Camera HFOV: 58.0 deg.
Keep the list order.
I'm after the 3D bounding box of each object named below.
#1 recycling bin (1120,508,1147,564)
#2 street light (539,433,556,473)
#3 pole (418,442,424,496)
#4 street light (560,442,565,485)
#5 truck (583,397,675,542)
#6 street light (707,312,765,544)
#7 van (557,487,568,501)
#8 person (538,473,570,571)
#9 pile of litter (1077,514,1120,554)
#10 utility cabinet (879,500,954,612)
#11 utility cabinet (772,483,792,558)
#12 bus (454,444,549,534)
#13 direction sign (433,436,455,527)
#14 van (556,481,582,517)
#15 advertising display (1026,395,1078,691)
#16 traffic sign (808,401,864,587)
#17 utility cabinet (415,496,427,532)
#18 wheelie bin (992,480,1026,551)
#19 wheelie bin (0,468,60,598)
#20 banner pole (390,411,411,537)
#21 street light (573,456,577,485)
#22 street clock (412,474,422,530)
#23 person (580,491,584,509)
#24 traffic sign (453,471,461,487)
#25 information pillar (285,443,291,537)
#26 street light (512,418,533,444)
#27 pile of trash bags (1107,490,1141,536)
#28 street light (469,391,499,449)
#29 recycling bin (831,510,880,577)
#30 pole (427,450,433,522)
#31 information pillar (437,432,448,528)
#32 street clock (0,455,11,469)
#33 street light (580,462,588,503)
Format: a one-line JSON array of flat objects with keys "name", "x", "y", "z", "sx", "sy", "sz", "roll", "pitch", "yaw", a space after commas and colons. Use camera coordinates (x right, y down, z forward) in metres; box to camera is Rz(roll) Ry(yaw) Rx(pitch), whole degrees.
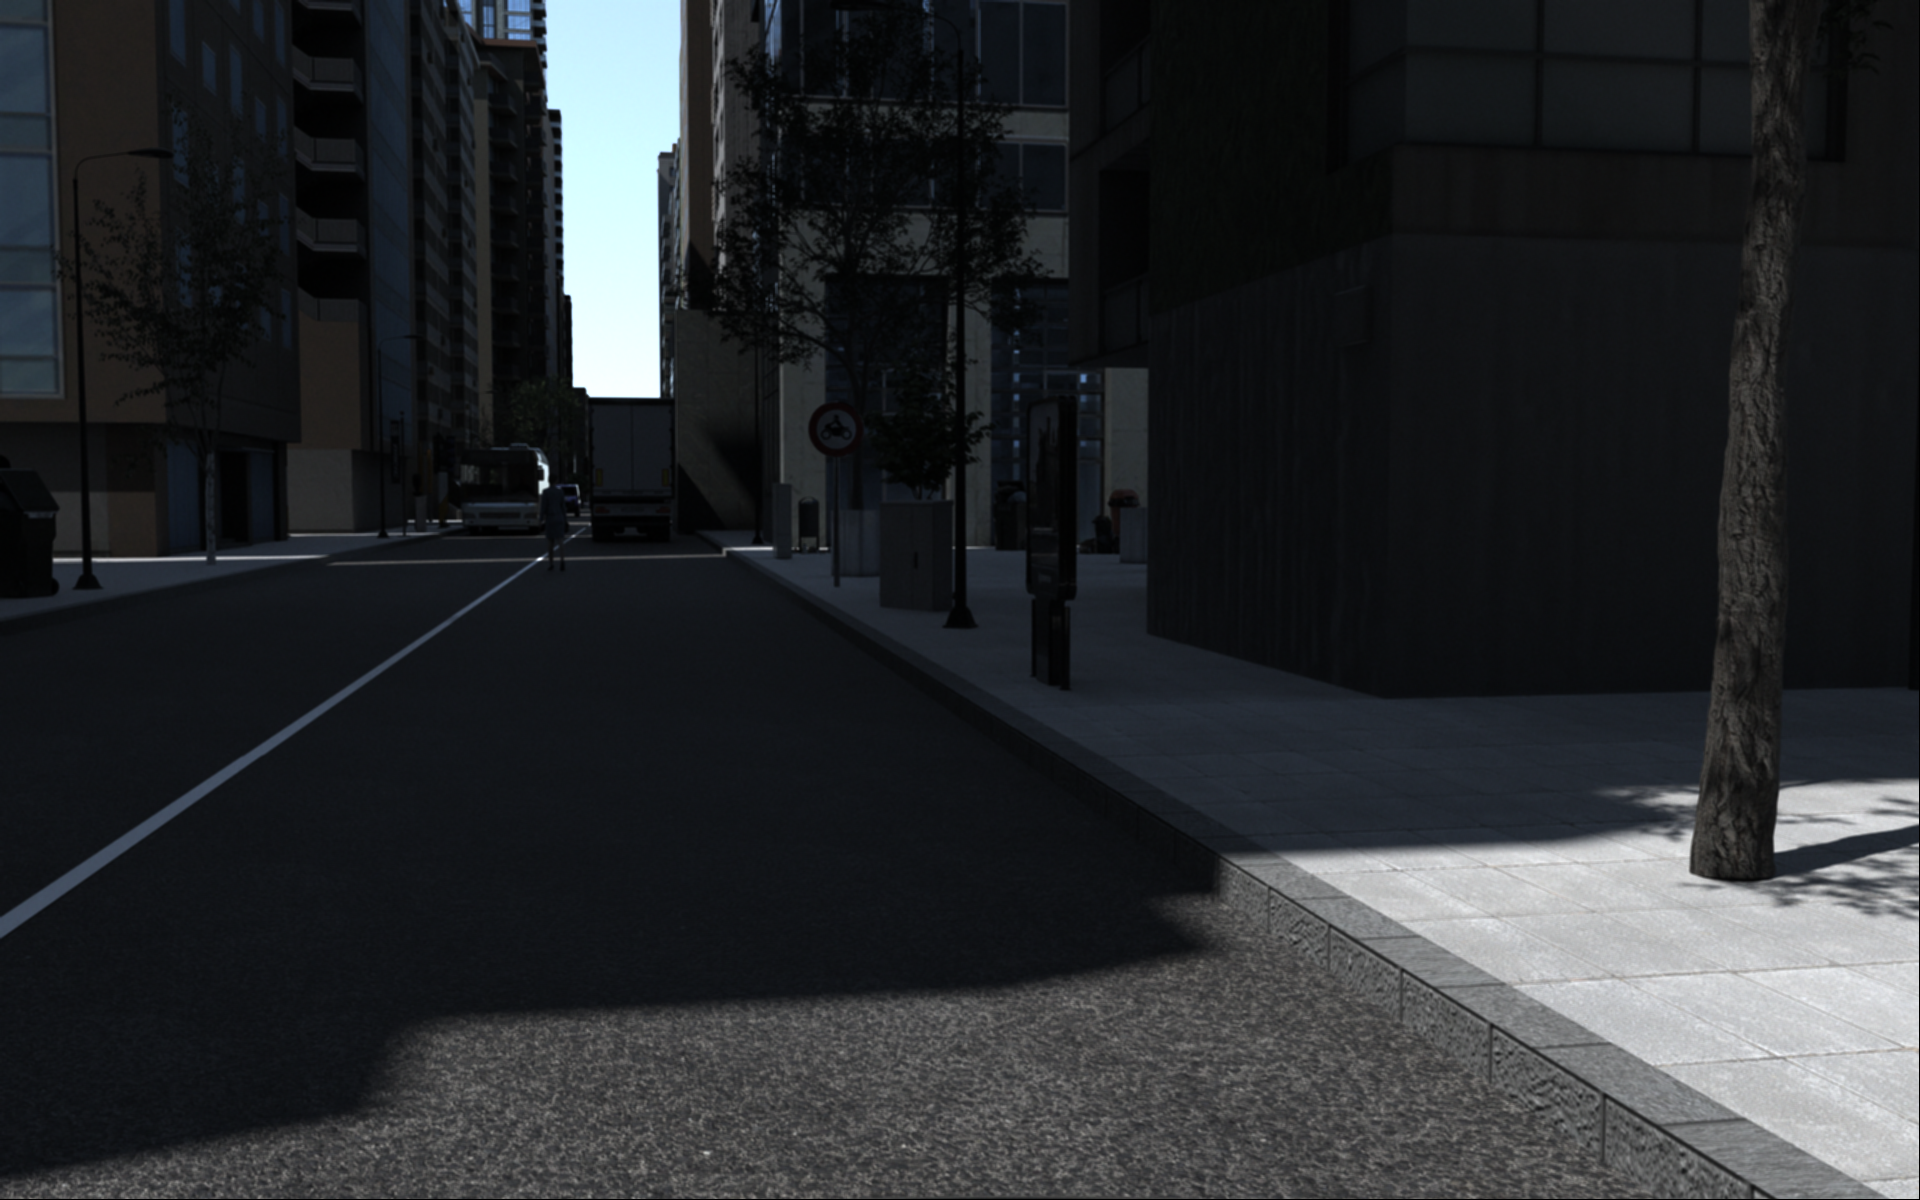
[{"name": "recycling bin", "x": 3.458, "y": -1.202, "z": 32.211, "sx": 0.722, "sy": 1.027, "sz": 0.722, "roll": -2, "pitch": 4, "yaw": -34}, {"name": "street light", "x": -31.587, "y": -9.778, "z": 132.419, "sx": 1.470, "sy": 5.913, "sz": 1.316, "roll": -1, "pitch": 4, "yaw": -11}, {"name": "pole", "x": -21.154, "y": -4.533, "z": 67.955, "sx": 0.158, "sy": 3.312, "sz": 0.155, "roll": 0, "pitch": 3, "yaw": 0}, {"name": "street light", "x": -35.748, "y": -11.080, "z": 153.695, "sx": 1.470, "sy": 5.913, "sz": 1.316, "roll": -1, "pitch": 4, "yaw": -11}, {"name": "truck", "x": -10.669, "y": -4.083, "z": 55.671, "sx": 2.839, "sy": 4.237, "sz": 11.283, "roll": -1, "pitch": 4, "yaw": -12}, {"name": "street light", "x": -5.707, "y": -4.372, "z": 44.023, "sx": 1.470, "sy": 5.913, "sz": 1.316, "roll": -1, "pitch": 4, "yaw": -11}, {"name": "van", "x": -22.520, "y": -5.375, "z": 94.900, "sx": 2.013, "sy": 2.044, "sz": 4.112, "roll": -1, "pitch": 4, "yaw": -12}, {"name": "person", "x": -7.577, "y": -1.456, "z": 32.327, "sx": 0.581, "sy": 1.822, "sz": 0.654, "roll": -1, "pitch": 4, "yaw": -21}, {"name": "pile of litter", "x": 3.067, "y": -1.429, "z": 37.330, "sx": 1.719, "sy": 0.858, "sz": 1.176, "roll": 1, "pitch": 4, "yaw": 17}, {"name": "utility cabinet", "x": -0.500, "y": -0.499, "z": 19.327, "sx": 0.306, "sy": 1.237, "sz": 1.020, "roll": -3, "pitch": 4, "yaw": -38}, {"name": "utility cabinet", "x": -3.552, "y": -1.590, "z": 34.681, "sx": 0.318, "sy": 1.500, "sz": 1.173, "roll": -1, "pitch": 4, "yaw": -10}, {"name": "bus", "x": -16.786, "y": -4.252, "z": 64.387, "sx": 2.948, "sy": 3.499, "sz": 13.247, "roll": -1, "pitch": 4, "yaw": -12}, {"name": "direction sign", "x": -20.010, "y": -4.604, "z": 67.267, "sx": 0.876, "sy": 3.537, "sz": 0.379, "roll": -3, "pitch": 4, "yaw": -39}, {"name": "van", "x": -24.993, "y": -6.420, "z": 109.345, "sx": 2.240, "sy": 2.365, "sz": 5.245, "roll": -1, "pitch": 4, "yaw": -11}, {"name": "advertising display", "x": 0.611, "y": -0.397, "z": 11.709, "sx": 0.123, "sy": 1.923, "sz": 0.974, "roll": -1, "pitch": 4, "yaw": -11}, {"name": "traffic sign", "x": -1.703, "y": -1.455, "z": 23.903, "sx": 0.768, "sy": 2.556, "sz": 0.104, "roll": 0, "pitch": 4, "yaw": -3}, {"name": "utility cabinet", "x": -18.165, "y": -2.887, "z": 58.364, "sx": 0.306, "sy": 1.237, "sz": 1.020, "roll": -1, "pitch": 4, "yaw": -13}, {"name": "wheelie bin", "x": 1.165, "y": -1.929, "z": 39.454, "sx": 0.980, "sy": 1.594, "sz": 0.693, "roll": 2, "pitch": 4, "yaw": 28}, {"name": "wheelie bin", "x": -11.717, "y": -0.833, "z": 21.522, "sx": 0.693, "sy": 1.594, "sz": 0.980, "roll": 1, "pitch": 4, "yaw": 12}, {"name": "banner pole", "x": -16.826, "y": -3.787, "z": 51.936, "sx": 0.401, "sy": 3.779, "sz": 0.863, "roll": 1, "pitch": 4, "yaw": 15}, {"name": "street light", "x": -40.967, "y": -12.767, "z": 181.283, "sx": 1.470, "sy": 5.913, "sz": 1.316, "roll": -1, "pitch": 4, "yaw": -11}, {"name": "street clock", "x": -19.507, "y": -3.528, "z": 62.247, "sx": 0.358, "sy": 2.002, "sz": 0.471, "roll": 0, "pitch": 4, "yaw": -8}, {"name": "person", "x": -37.209, "y": -9.833, "z": 169.792, "sx": 0.750, "sy": 1.759, "sz": 0.617, "roll": 2, "pitch": 4, "yaw": 25}, {"name": "traffic sign", "x": -20.154, "y": -4.071, "z": 70.202, "sx": 0.795, "sy": 2.450, "sz": 0.064, "roll": -1, "pitch": 4, "yaw": -11}, {"name": "information pillar", "x": -20.187, "y": -3.680, "z": 51.522, "sx": 0.183, "sy": 3.616, "sz": 0.504, "roll": 1, "pitch": 4, "yaw": 17}, {"name": "street light", "x": -26.571, "y": -8.105, "z": 105.059, "sx": 1.470, "sy": 5.913, "sz": 1.316, "roll": -1, "pitch": 4, "yaw": -11}, {"name": "pile of trash bags", "x": 4.495, "y": -1.525, "z": 34.693, "sx": 3.447, "sy": 1.369, "sz": 1.912, "roll": -2, "pitch": 4, "yaw": -27}, {"name": "street light", "x": -21.437, "y": -6.444, "z": 77.903, "sx": 1.470, "sy": 5.913, "sz": 1.316, "roll": -1, "pitch": 4, "yaw": -11}, {"name": "recycling bin", "x": -1.540, "y": -0.896, "z": 27.201, "sx": 0.722, "sy": 1.027, "sz": 0.722, "roll": 3, "pitch": 5, "yaw": 44}, {"name": "pole", "x": -24.267, "y": -5.226, "z": 79.290, "sx": 0.158, "sy": 3.312, "sz": 0.155, "roll": 0, "pitch": 3, "yaw": 0}, {"name": "information pillar", "x": -19.469, "y": -4.515, "z": 65.169, "sx": 0.183, "sy": 3.616, "sz": 0.504, "roll": 1, "pitch": 4, "yaw": 20}, {"name": "street clock", "x": -17.477, "y": -1.641, "z": 31.408, "sx": 0.471, "sy": 2.002, "sz": 0.358, "roll": -3, "pitch": 5, "yaw": -41}, {"name": "street light", "x": -45.938, "y": -14.429, "z": 208.453, "sx": 1.470, "sy": 5.913, "sz": 1.316, "roll": -1, "pitch": 4, "yaw": -11}]
